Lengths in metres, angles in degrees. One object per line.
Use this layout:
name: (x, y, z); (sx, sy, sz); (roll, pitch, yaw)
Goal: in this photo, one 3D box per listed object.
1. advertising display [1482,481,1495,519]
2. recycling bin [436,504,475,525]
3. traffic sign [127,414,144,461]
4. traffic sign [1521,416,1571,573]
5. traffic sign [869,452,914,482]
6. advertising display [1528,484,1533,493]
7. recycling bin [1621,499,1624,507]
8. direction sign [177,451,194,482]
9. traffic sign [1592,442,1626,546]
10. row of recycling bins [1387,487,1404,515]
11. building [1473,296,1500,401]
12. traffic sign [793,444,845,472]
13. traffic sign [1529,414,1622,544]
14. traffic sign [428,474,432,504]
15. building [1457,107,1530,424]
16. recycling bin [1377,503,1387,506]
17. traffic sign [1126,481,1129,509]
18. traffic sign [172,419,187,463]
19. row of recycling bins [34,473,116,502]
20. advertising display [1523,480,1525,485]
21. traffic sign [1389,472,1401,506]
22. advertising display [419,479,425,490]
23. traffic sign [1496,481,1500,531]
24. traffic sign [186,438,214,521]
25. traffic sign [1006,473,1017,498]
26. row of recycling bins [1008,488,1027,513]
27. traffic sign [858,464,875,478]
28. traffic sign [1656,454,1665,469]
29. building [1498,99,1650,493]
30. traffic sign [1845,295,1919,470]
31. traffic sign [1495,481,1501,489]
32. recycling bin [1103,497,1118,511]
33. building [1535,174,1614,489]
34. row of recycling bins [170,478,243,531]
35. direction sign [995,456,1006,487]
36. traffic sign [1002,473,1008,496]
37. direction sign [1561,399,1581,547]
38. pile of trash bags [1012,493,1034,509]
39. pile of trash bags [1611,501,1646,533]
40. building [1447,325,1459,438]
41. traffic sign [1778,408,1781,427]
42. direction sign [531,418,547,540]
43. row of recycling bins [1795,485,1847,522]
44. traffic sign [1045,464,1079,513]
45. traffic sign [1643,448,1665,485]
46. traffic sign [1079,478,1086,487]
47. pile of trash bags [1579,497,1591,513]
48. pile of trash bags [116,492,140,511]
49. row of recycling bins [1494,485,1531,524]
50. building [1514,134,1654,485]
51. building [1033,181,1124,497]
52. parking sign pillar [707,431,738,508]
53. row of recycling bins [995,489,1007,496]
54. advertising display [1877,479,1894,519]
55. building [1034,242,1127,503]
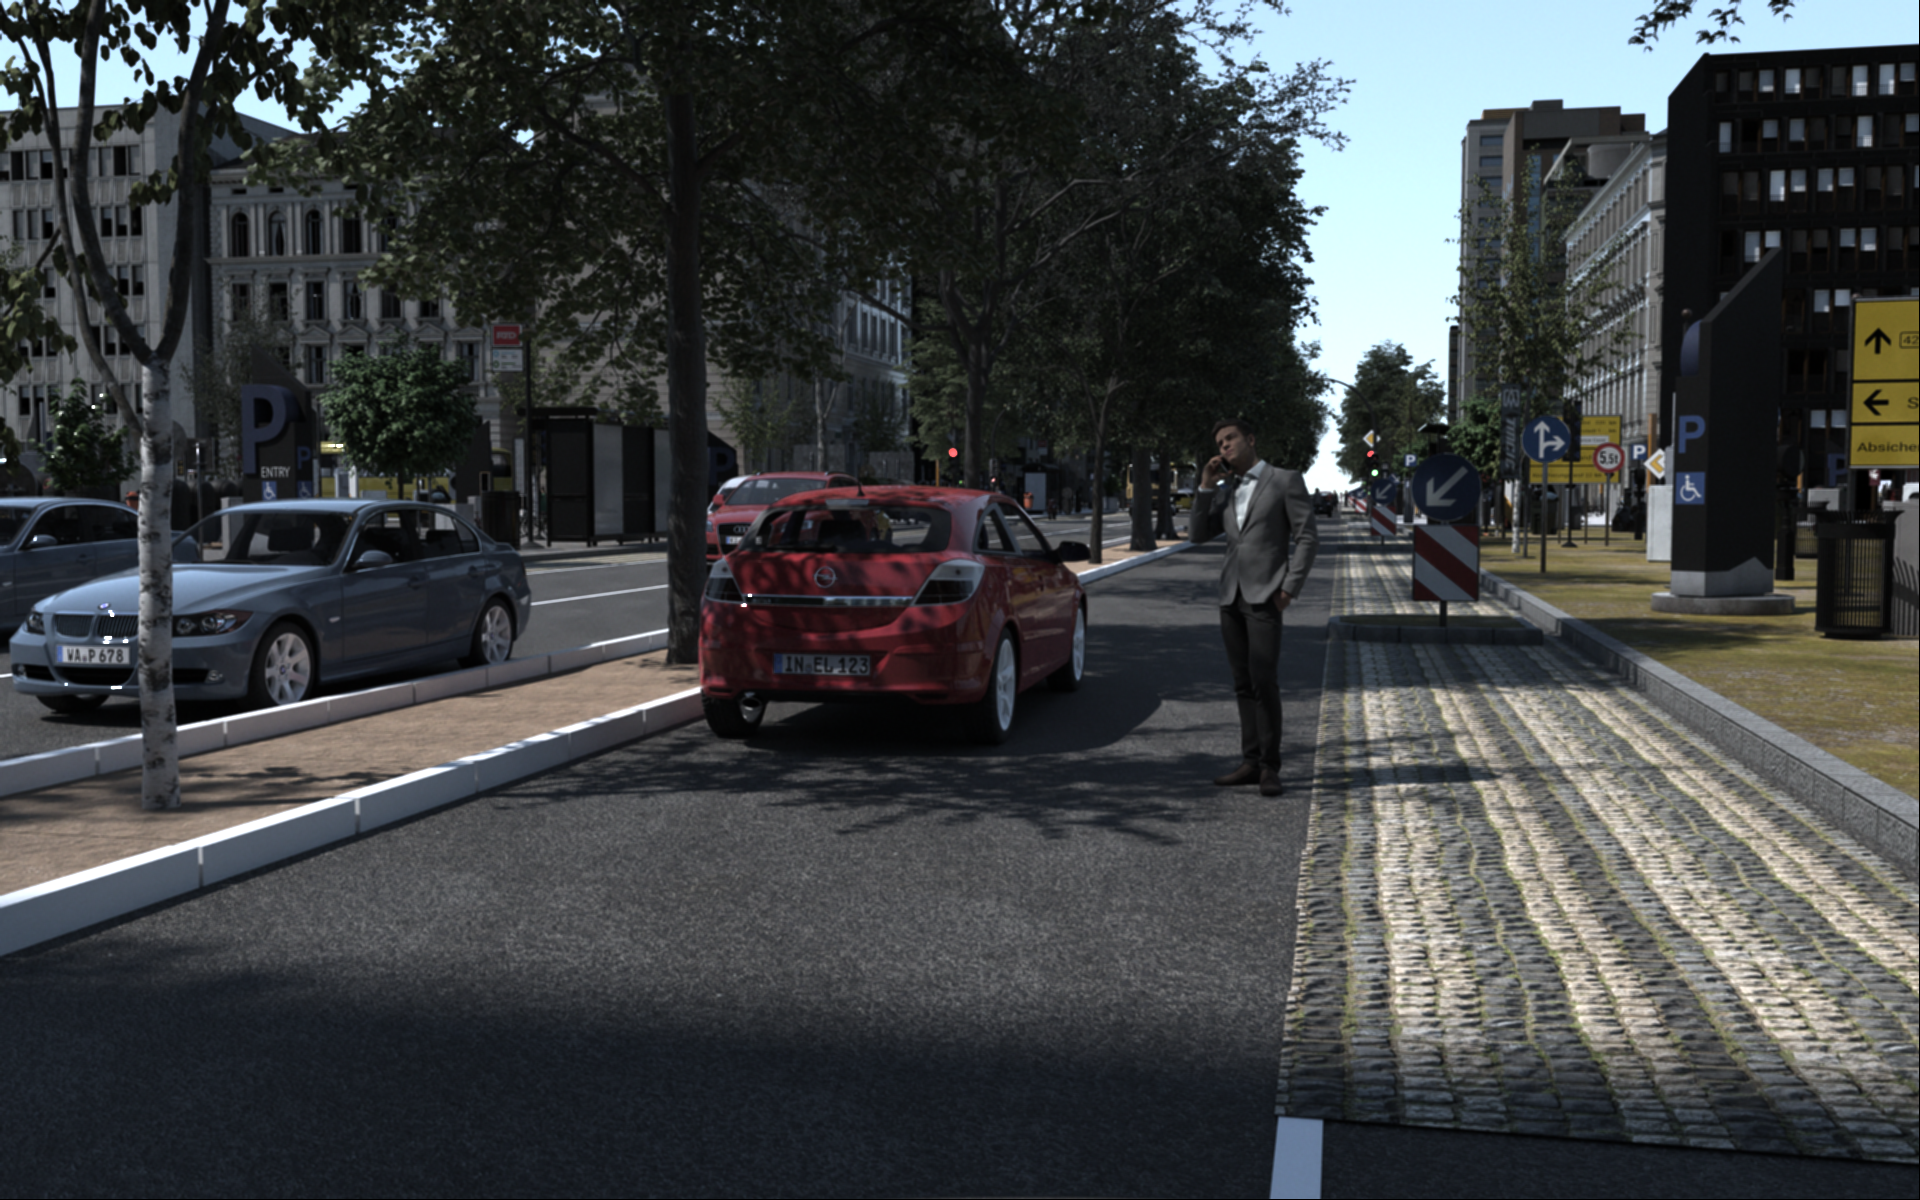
advertising display: (26.886, -5.080, 88.271); (0.123, 1.923, 0.974); (-2, 4, -27)
recycling bin: (-13.026, -1.965, 44.688); (0.722, 1.027, 0.722); (2, 4, 25)
traffic sign: (-12.849, -1.666, 27.338); (0.768, 2.556, 0.104); (1, 4, 19)
traffic sign: (9.528, -1.720, 28.222); (0.768, 2.556, 0.104); (1, 4, 17)
traffic sign: (-3.296, -5.459, 83.135); (2.265, 3.308, 0.079); (1, 4, 16)
advertising display: (35.830, -6.397, 109.799); (0.974, 1.923, 0.123); (-1, 4, -11)
recycling bin: (38.106, -5.263, 98.601); (0.722, 1.027, 0.722); (3, 5, 40)
direction sign: (-33.164, -5.029, 74.214); (0.876, 3.537, 0.379); (1, 4, 17)
traffic sign: (15.983, -2.606, 42.721); (0.768, 2.556, 0.104); (1, 4, 16)
row of recycling bins: (26.640, -6.036, 105.802); (1.069, 1.692, 3.534); (1, 4, 16)
building: (81.287, -29.281, 250.438); (14.160, 30.474, 14.107); (1, 4, 12)
traffic sign: (-5.771, -4.710, 70.882); (2.265, 3.308, 0.079); (1, 4, 17)
traffic sign: (15.775, -3.096, 44.498); (2.265, 3.308, 0.079); (1, 4, 14)
traffic sign: (-12.080, -2.408, 39.473); (0.768, 2.556, 0.104); (1, 4, 18)
building: (88.614, -44.516, 269.842); (21.231, 58.520, 28.212); (1, 4, 12)
recycling bin: (35.500, -8.136, 145.583); (0.722, 1.027, 0.722); (-1, 4, -23)
traffic sign: (14.939, -9.366, 153.238); (0.768, 2.556, 0.104); (1, 4, 19)
traffic sign: (-13.360, -1.778, 29.173); (0.768, 2.556, 0.104); (1, 4, 14)
row of recycling bins: (-17.733, -1.638, 33.898); (3.534, 1.692, 1.069); (2, 4, 34)
advertising display: (25.380, -4.478, 78.432); (0.123, 1.923, 0.974); (2, 4, 30)
traffic sign: (24.551, -5.965, 97.631); (0.768, 2.556, 0.104); (1, 4, 15)
advertising display: (-22.911, -4.184, 73.626); (0.123, 1.923, 0.974); (-2, 4, -28)
traffic sign: (17.152, -3.369, 55.190); (0.768, 2.556, 0.104); (1, 4, 17)
traffic sign: (-13.820, -1.796, 31.500); (0.606, 2.300, 0.079); (1, 4, 18)
traffic sign: (3.013, -6.342, 103.802); (0.768, 2.556, 0.104); (1, 4, 15)
row of recycling bins: (4.624, -6.898, 119.890); (1.069, 1.692, 3.534); (2, 4, 25)
traffic sign: (-3.933, -4.457, 72.981); (0.768, 2.556, 0.104); (1, 4, 18)
traffic sign: (16.776, -2.419, 40.730); (0.795, 2.450, 0.064); (1, 4, 19)
building: (69.218, -33.443, 196.908); (14.600, 45.320, 14.200); (1, 4, 12)
traffic sign: (10.285, -1.456, 17.682); (2.265, 3.308, 0.079); (1, 4, 17)
traffic sign: (26.834, -5.302, 86.788); (0.768, 2.556, 0.104); (1, 4, 22)
recycling bin: (11.788, -7.450, 134.366); (0.722, 1.027, 0.722); (-1, 4, -17)
building: (60.647, -23.765, 160.258); (14.160, 30.474, 14.107); (1, 4, 12)
row of recycling bins: (-20.149, -2.406, 46.456); (1.069, 1.692, 3.534); (1, 4, 15)
direction sign: (2.325, -6.778, 102.819); (0.876, 3.537, 0.379); (1, 4, 14)
traffic sign: (2.877, -6.425, 105.160); (0.768, 2.556, 0.104); (1, 4, 21)
direction sign: (14.730, -3.043, 41.757); (0.876, 3.537, 0.379); (-3, 5, -44)
pile of trash bags: (2.828, -5.575, 100.899); (3.447, 1.369, 1.912); (2, 4, 35)
pile of trash bags: (23.825, -2.963, 58.195); (3.447, 1.369, 1.912); (0, 4, 1)
building: (89.578, -31.875, 292.851); (14.160, 30.474, 14.107); (1, 4, 12)
traffic sign: (9.103, -1.227, 20.168); (0.768, 2.556, 0.104); (1, 4, 22)
direction sign: (-11.733, -3.439, 48.233); (0.379, 3.537, 0.876); (1, 4, 22)
row of recycling bins: (39.829, -4.538, 81.315); (3.534, 1.692, 1.069); (1, 4, 22)
traffic sign: (6.799, -7.439, 115.495); (2.265, 3.308, 0.079); (1, 4, 13)
traffic sign: (17.503, -2.580, 43.375); (0.795, 2.450, 0.064); (1, 4, 18)
traffic sign: (9.639, -8.446, 138.196); (0.768, 2.556, 0.104); (1, 4, 17)
pile of trash bags: (42.439, -6.712, 119.497); (1.912, 1.369, 3.447); (1, 4, 15)
pile of trash bags: (-33.447, -3.641, 69.288); (1.912, 1.369, 3.447); (-3, 5, -39)
row of recycling bins: (23.918, -4.156, 75.058); (1.069, 1.692, 3.534); (2, 4, 32)
building: (73.477, -29.647, 176.603); (32.217, 40.220, 23.993); (1, 4, 12)
building: (17.901, -42.886, 290.421); (28.713, 52.752, 27.495); (1, 4, 12)
parking sign pillar: (-9.858, -5.092, 71.732); (1.447, 3.967, 1.447); (-1, 4, -21)
row of recycling bins: (2.314, -8.120, 139.882); (3.534, 1.692, 1.069); (-1, 4, -14)
advertising display: (40.143, -4.276, 75.130); (0.123, 1.923, 0.974); (0, 4, -5)
building: (10.321, -35.110, 265.931); (32.217, 40.220, 23.993); (1, 4, 12)
